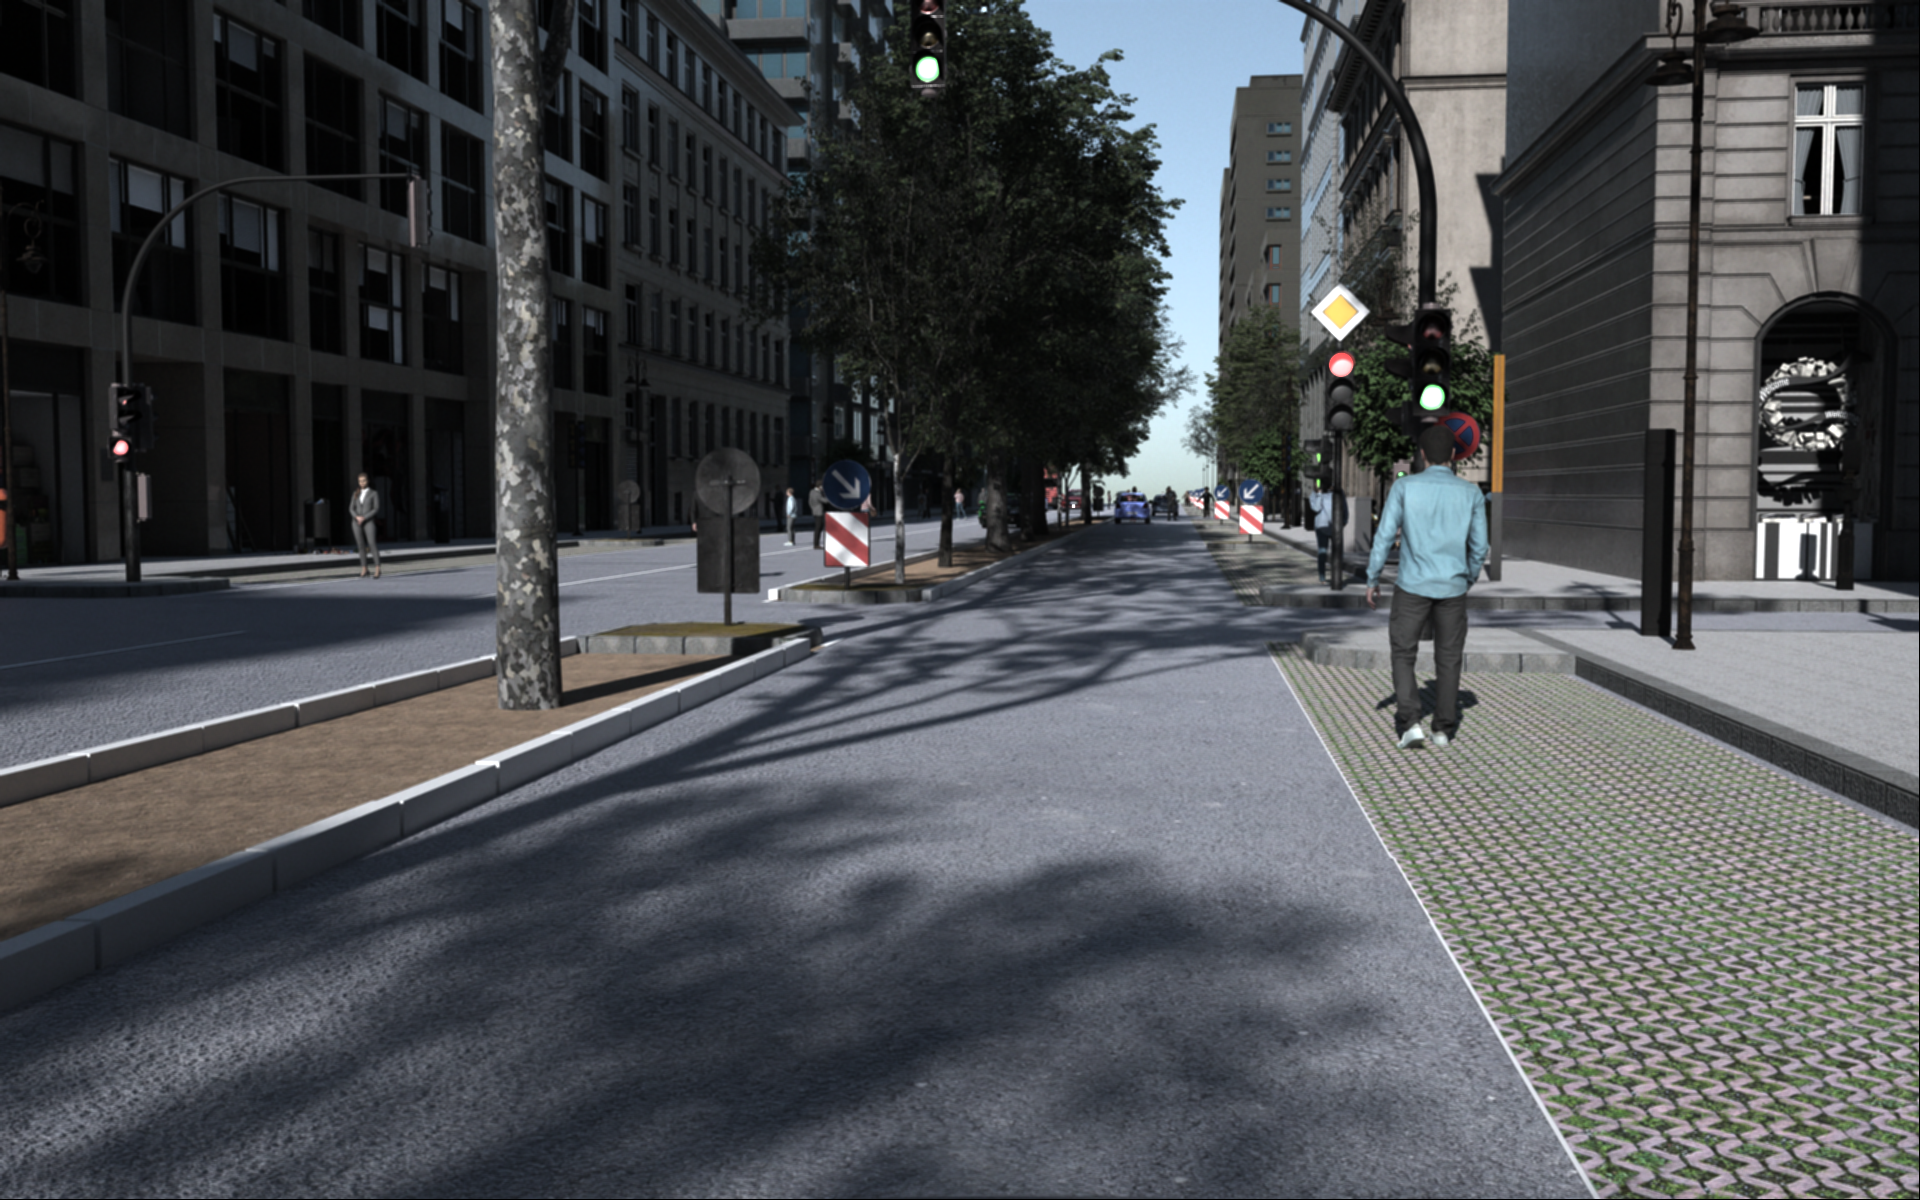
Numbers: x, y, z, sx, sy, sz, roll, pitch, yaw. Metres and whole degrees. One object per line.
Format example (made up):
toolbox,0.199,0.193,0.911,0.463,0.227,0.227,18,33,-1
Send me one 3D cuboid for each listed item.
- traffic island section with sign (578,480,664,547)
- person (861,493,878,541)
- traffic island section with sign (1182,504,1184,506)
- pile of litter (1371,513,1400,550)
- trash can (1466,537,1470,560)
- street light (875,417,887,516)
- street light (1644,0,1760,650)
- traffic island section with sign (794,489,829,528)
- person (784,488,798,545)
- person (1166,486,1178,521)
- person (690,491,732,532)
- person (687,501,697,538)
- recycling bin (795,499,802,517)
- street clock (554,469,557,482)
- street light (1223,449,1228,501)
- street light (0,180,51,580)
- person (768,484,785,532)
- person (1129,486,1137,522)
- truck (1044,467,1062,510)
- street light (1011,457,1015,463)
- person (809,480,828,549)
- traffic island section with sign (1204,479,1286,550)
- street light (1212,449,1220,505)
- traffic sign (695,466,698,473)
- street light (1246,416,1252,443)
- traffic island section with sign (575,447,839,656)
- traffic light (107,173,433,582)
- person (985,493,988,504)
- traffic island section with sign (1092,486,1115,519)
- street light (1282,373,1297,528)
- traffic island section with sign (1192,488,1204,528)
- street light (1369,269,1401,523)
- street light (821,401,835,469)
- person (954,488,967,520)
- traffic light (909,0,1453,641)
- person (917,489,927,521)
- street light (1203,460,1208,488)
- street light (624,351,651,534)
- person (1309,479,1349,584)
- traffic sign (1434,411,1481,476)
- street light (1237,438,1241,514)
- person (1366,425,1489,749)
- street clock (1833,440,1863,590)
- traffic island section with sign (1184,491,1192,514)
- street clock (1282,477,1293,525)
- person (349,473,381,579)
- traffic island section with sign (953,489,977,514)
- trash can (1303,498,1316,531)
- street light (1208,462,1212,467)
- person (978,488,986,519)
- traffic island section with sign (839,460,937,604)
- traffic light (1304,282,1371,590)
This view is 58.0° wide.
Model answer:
traffic island section with sign,-9.300,-2.403,47.923,1.989,1.847,2.006,0,4,7
person,-2.840,-2.642,52.286,0.593,1.750,0.643,3,4,38
traffic island section with sign,20.369,-8.603,149.281,1.989,1.847,2.006,0,4,7
pile of litter,9.725,-1.603,40.170,1.176,0.858,1.719,-2,4,-24
trash can,7.219,-0.828,25.199,0.748,1.137,0.748,0,3,0
street light,-4.638,-7.899,101.936,0.468,5.910,1.993,0,4,7
street light,5.993,-2.531,14.165,0.468,5.910,1.993,0,4,7
traffic island section with sign,-5.987,-4.040,74.674,1.989,1.847,2.006,0,4,7
person,-4.736,-2.338,48.543,0.330,1.601,0.589,1,4,19
person,11.414,-5.203,93.374,0.655,1.846,0.447,0,4,2
person,-4.107,-1.223,28.269,0.659,1.850,0.755,1,4,9
person,-8.724,-2.647,56.448,0.362,1.253,0.373,-3,5,-41
recycling bin,-9.391,-5.220,97.907,0.722,1.027,0.722,2,4,25
street clock,-11.300,-2.631,47.589,0.471,2.002,0.358,3,5,43
street light,22.025,-10.432,143.350,0.468,5.910,1.993,0,4,7
street light,-14.135,-3.235,25.678,0.468,5.910,1.993,0,4,7
person,-6.912,-3.466,65.348,0.590,1.801,0.661,-2,4,-33
person,8.942,-4.912,88.813,0.555,1.821,0.388,-1,4,-19
truck,8.044,-10.505,160.663,2.839,4.237,11.283,0,4,5
street light,5.673,-12.988,185.144,0.468,5.910,1.993,0,4,7
person,-3.668,-2.226,45.074,0.473,1.802,0.592,-1,4,-13
traffic island section with sign,7.493,-2.251,45.438,1.989,1.847,2.006,0,4,7
street light,25.717,-12.247,173.033,0.468,5.910,1.993,0,4,7
traffic sign,-9.327,-3.717,62.901,0.606,2.300,0.079,1,4,15
street light,15.999,-7.500,95.420,0.468,5.910,1.993,0,4,7
traffic island section with sign,-2.345,-0.499,16.301,2.006,1.907,1.989,0,4,7
traffic light,-9.974,-3.076,24.954,4.771,5.953,1.251,0,4,7
person,1.485,-4.308,79.334,0.661,1.777,0.834,1,4,12
traffic island section with sign,7.809,-5.510,98.222,2.006,1.907,1.989,0,4,7
street light,12.427,-5.664,65.402,0.468,5.910,1.993,0,4,7
traffic island section with sign,10.866,-3.919,72.710,1.989,1.847,2.006,0,4,7
street light,8.737,-3.849,35.719,0.468,5.910,1.993,0,4,7
street light,-6.547,-6.918,85.899,0.468,5.910,1.993,0,4,7
person,0.050,-5.311,95.932,0.593,1.750,0.643,-3,5,-41
traffic light,1.953,-2.483,15.273,4.771,5.953,1.251,0,4,7
person,-2.041,-5.074,92.457,0.512,1.701,0.522,0,4,2
street light,32.243,-15.479,225.867,0.468,5.910,1.993,0,4,7
street light,-10.391,-5.085,55.921,0.468,5.910,1.993,0,4,7
person,5.465,-1.029,25.589,0.793,1.790,0.793,-3,5,-40
traffic sign,7.606,-1.626,26.693,0.768,2.556,0.104,1,4,14
street light,18.255,-8.603,113.441,0.468,5.910,1.993,0,4,7
person,2.643,-0.077,9.776,0.660,1.820,0.620,0,4,3
street clock,11.847,-1.135,23.131,0.358,2.002,0.471,1,4,17
traffic island section with sign,17.049,-6.967,122.530,1.989,1.847,2.006,0,4,7
street clock,13.624,-4.124,72.005,0.358,2.002,0.471,-2,4,-34
person,-10.126,-1.265,29.451,0.520,1.790,0.573,-1,4,-12
traffic island section with sign,0.175,-7.076,124.317,1.989,1.847,2.006,0,4,7
trash can,12.319,-2.981,60.394,0.748,1.137,0.748,0,3,0
street light,28.567,-13.630,195.645,0.468,5.910,1.993,0,4,7
person,1.339,-5.504,98.894,0.834,1.777,0.661,-3,5,-43
traffic island section with sign,-1.424,-0.949,23.650,2.006,1.907,1.989,0,4,7
traffic light,5.022,-2.089,23.082,0.839,4.253,0.868,0,4,7
